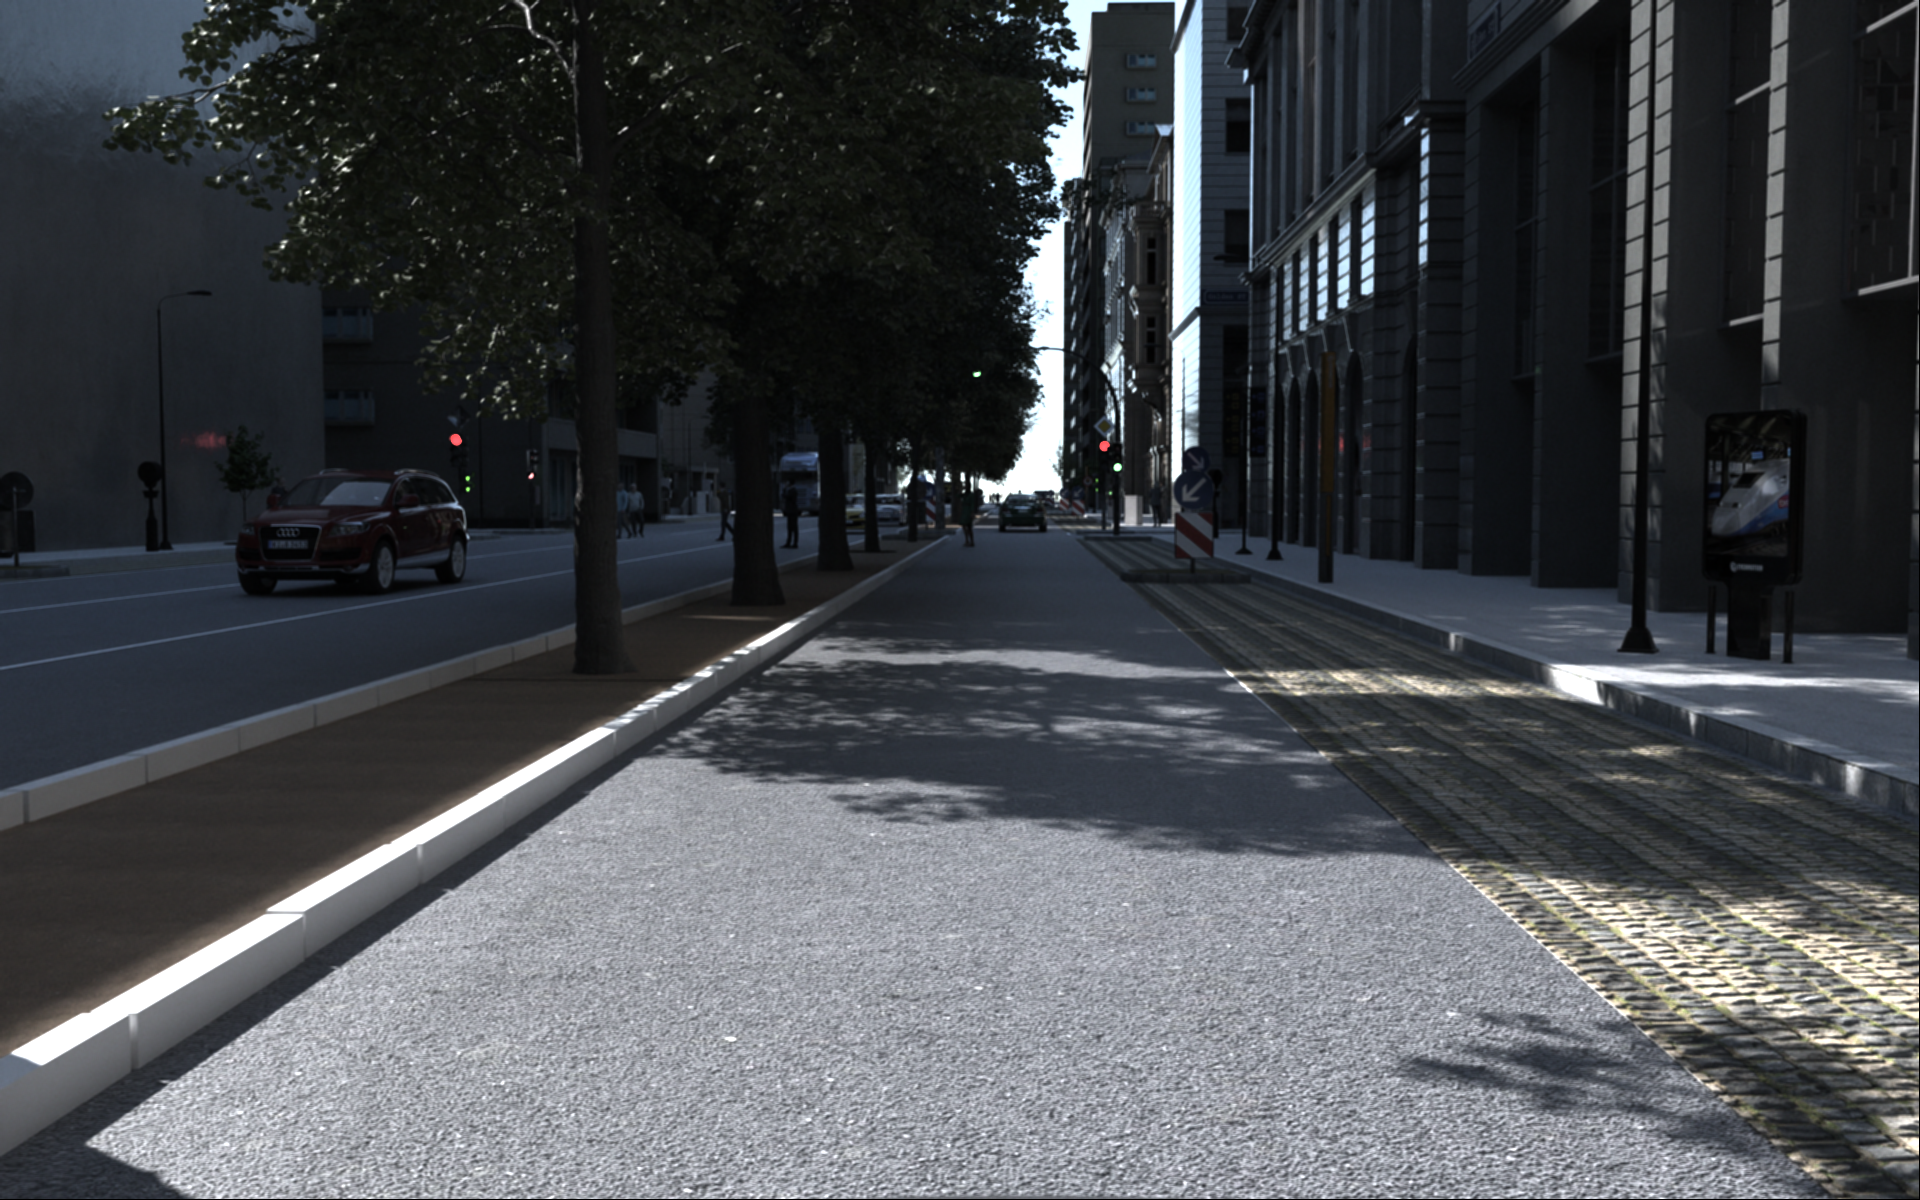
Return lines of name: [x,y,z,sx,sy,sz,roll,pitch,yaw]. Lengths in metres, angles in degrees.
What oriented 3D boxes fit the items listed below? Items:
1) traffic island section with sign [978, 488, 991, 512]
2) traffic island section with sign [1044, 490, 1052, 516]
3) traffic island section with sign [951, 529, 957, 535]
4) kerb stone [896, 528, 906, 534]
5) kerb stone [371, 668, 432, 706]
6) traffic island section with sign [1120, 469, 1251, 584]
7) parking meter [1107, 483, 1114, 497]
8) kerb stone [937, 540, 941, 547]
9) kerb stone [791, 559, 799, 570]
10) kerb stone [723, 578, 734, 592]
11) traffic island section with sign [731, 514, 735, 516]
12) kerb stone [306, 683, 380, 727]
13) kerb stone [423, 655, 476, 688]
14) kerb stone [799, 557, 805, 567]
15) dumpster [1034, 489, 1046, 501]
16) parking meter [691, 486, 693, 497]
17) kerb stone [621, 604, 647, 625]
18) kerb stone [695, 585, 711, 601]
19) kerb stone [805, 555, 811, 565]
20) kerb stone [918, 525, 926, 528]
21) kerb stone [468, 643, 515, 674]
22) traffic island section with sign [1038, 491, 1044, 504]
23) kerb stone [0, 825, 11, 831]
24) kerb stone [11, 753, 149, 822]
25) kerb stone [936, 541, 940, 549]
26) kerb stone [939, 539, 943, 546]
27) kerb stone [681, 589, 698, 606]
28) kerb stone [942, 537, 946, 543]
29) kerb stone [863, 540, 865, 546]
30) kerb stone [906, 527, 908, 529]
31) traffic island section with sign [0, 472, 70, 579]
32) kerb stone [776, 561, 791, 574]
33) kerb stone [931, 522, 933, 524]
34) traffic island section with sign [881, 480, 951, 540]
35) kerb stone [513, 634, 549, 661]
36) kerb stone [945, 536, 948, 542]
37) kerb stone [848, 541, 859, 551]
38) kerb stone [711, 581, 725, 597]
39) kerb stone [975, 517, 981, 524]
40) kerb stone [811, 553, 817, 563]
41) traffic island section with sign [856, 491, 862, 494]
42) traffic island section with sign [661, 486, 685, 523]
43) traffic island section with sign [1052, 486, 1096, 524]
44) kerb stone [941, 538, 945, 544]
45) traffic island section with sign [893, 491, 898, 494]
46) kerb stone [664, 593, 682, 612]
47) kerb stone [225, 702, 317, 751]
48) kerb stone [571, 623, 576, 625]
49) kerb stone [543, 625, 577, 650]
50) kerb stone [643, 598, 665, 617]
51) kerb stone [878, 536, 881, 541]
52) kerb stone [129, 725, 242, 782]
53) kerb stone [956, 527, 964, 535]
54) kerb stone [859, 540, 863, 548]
traffic island section with sign: [1.503,-7.870,136.814,2.006,1.907,1.989,0,4,2]
traffic island section with sign: [6.590,-6.300,111.632,1.989,1.847,2.006,0,4,2]
traffic island section with sign: [-1.138,-3.277,61.722,2.006,1.907,1.989,0,4,2]
kerb stone: [-2.146,-2.488,62.867,0.120,0.150,1.000,0,4,2]
kerb stone: [-3.938,0.617,12.111,0.120,0.150,1.000,0,4,2]
traffic island section with sign: [3.662,-1.215,28.496,1.989,1.847,2.006,0,4,2]
parking meter: [7.775,-5.079,88.749,0.399,1.863,0.255,-1,4,-11]
kerb stone: [-0.642,-1.446,45.839,0.120,0.150,1.000,0,4,2]
kerb stone: [-3.211,-0.634,32.597,0.120,0.150,1.000,0,4,2]
kerb stone: [-3.465,-0.192,25.430,0.120,0.150,1.000,0,4,2]
traffic island section with sign: [-13.717,-6.347,112.400,1.989,1.847,2.006,0,4,2]
kerb stone: [-3.973,0.680,11.085,0.120,0.150,1.000,0,4,2]
kerb stone: [-3.904,0.557,13.133,0.120,0.150,1.000,0,4,2]
kerb stone: [-3.171,-0.699,33.619,0.120,0.150,1.000,0,4,2]
dumpster: [12.164,-15.769,262.780,1.985,2.255,1.502,0,4,1]
parking meter: [-20.563,-7.806,133.339,0.255,1.863,0.399,-3,5,-45]
kerb stone: [-3.688,0.178,19.288,0.120,0.150,1.000,0,4,2]
kerb stone: [-3.541,-0.073,23.386,0.120,0.150,1.000,0,4,2]
kerb stone: [-3.144,-0.761,34.641,0.120,0.150,1.000,0,4,2]
kerb stone: [-1.676,-3.298,76.172,0.120,0.150,1.000,0,4,2]
kerb stone: [-3.866,0.492,14.154,0.120,0.150,1.000,0,4,2]
traffic island section with sign: [8.345,-9.332,161.200,1.989,1.847,2.006,0,4,2]
kerb stone: [-4.125,0.930,6.986,0.120,0.150,1.000,0,4,2]
kerb stone: [-4.077,0.869,8.009,0.120,0.150,1.000,0,4,2]
kerb stone: [-0.679,-1.384,44.817,0.120,0.150,1.000,0,4,2]
kerb stone: [-0.601,-1.506,46.860,0.120,0.150,1.000,0,4,2]
kerb stone: [-3.574,-0.010,22.358,0.120,0.150,1.000,0,4,2]
kerb stone: [-0.545,-1.634,48.905,0.120,0.150,1.000,0,4,2]
kerb stone: [-2.706,-1.512,46.924,0.120,0.150,1.000,0,4,2]
kerb stone: [-2.113,-2.550,63.888,0.120,0.150,1.000,0,4,2]
traffic island section with sign: [-16.624,-1.301,29.905,1.989,1.847,2.006,0,4,2]
kerb stone: [-3.248,-0.574,31.576,0.120,0.150,1.000,0,4,2]
kerb stone: [-1.492,-3.616,81.309,0.120,0.150,1.000,0,4,2]
traffic island section with sign: [-1.409,-2.825,54.319,2.006,1.907,1.989,0,4,2]
kerb stone: [-3.826,0.439,15.189,0.120,0.150,1.000,0,4,2]
kerb stone: [-0.504,-1.696,49.931,0.120,0.150,1.000,0,4,2]
kerb stone: [-2.784,-1.384,44.877,0.120,0.150,1.000,0,4,2]
kerb stone: [-3.499,-0.130,24.408,0.120,0.150,1.000,0,4,2]
kerb stone: [0.856,-4.048,88.380,0.120,0.150,1.000,0,4,2]
kerb stone: [-3.107,-0.824,35.668,0.120,0.150,1.000,0,4,2]
traffic island section with sign: [-10.990,-11.048,189.263,1.989,1.847,2.006,0,4,2]
traffic island section with sign: [-14.665,-4.699,85.461,1.989,1.847,2.006,0,4,2]
traffic island section with sign: [5.637,-4.652,84.688,1.989,1.847,2.006,0,4,2]
kerb stone: [-0.575,-1.567,47.882,0.120,0.150,1.000,0,4,2]
traffic island section with sign: [-9.033,-14.461,245.064,1.989,1.847,2.006,0,4,2]
kerb stone: [-3.609,0.053,21.334,0.120,0.150,1.000,0,4,2]
kerb stone: [-4.015,0.742,10.057,0.120,0.150,1.000,0,4,2]
kerb stone: [-3.754,0.303,17.234,0.120,0.150,1.000,0,4,2]
kerb stone: [-3.781,0.370,16.213,0.120,0.150,1.000,0,4,2]
kerb stone: [-3.650,0.115,20.310,0.120,0.150,1.000,0,4,2]
kerb stone: [-2.494,-1.888,53.077,0.120,0.150,1.000,0,4,2]
kerb stone: [-4.046,0.805,9.035,0.120,0.150,1.000,0,4,2]
kerb stone: [0.027,-2.606,64.801,0.120,0.150,1.000,0,4,2]
kerb stone: [-2.742,-1.446,45.902,0.120,0.150,1.000,0,4,2]
